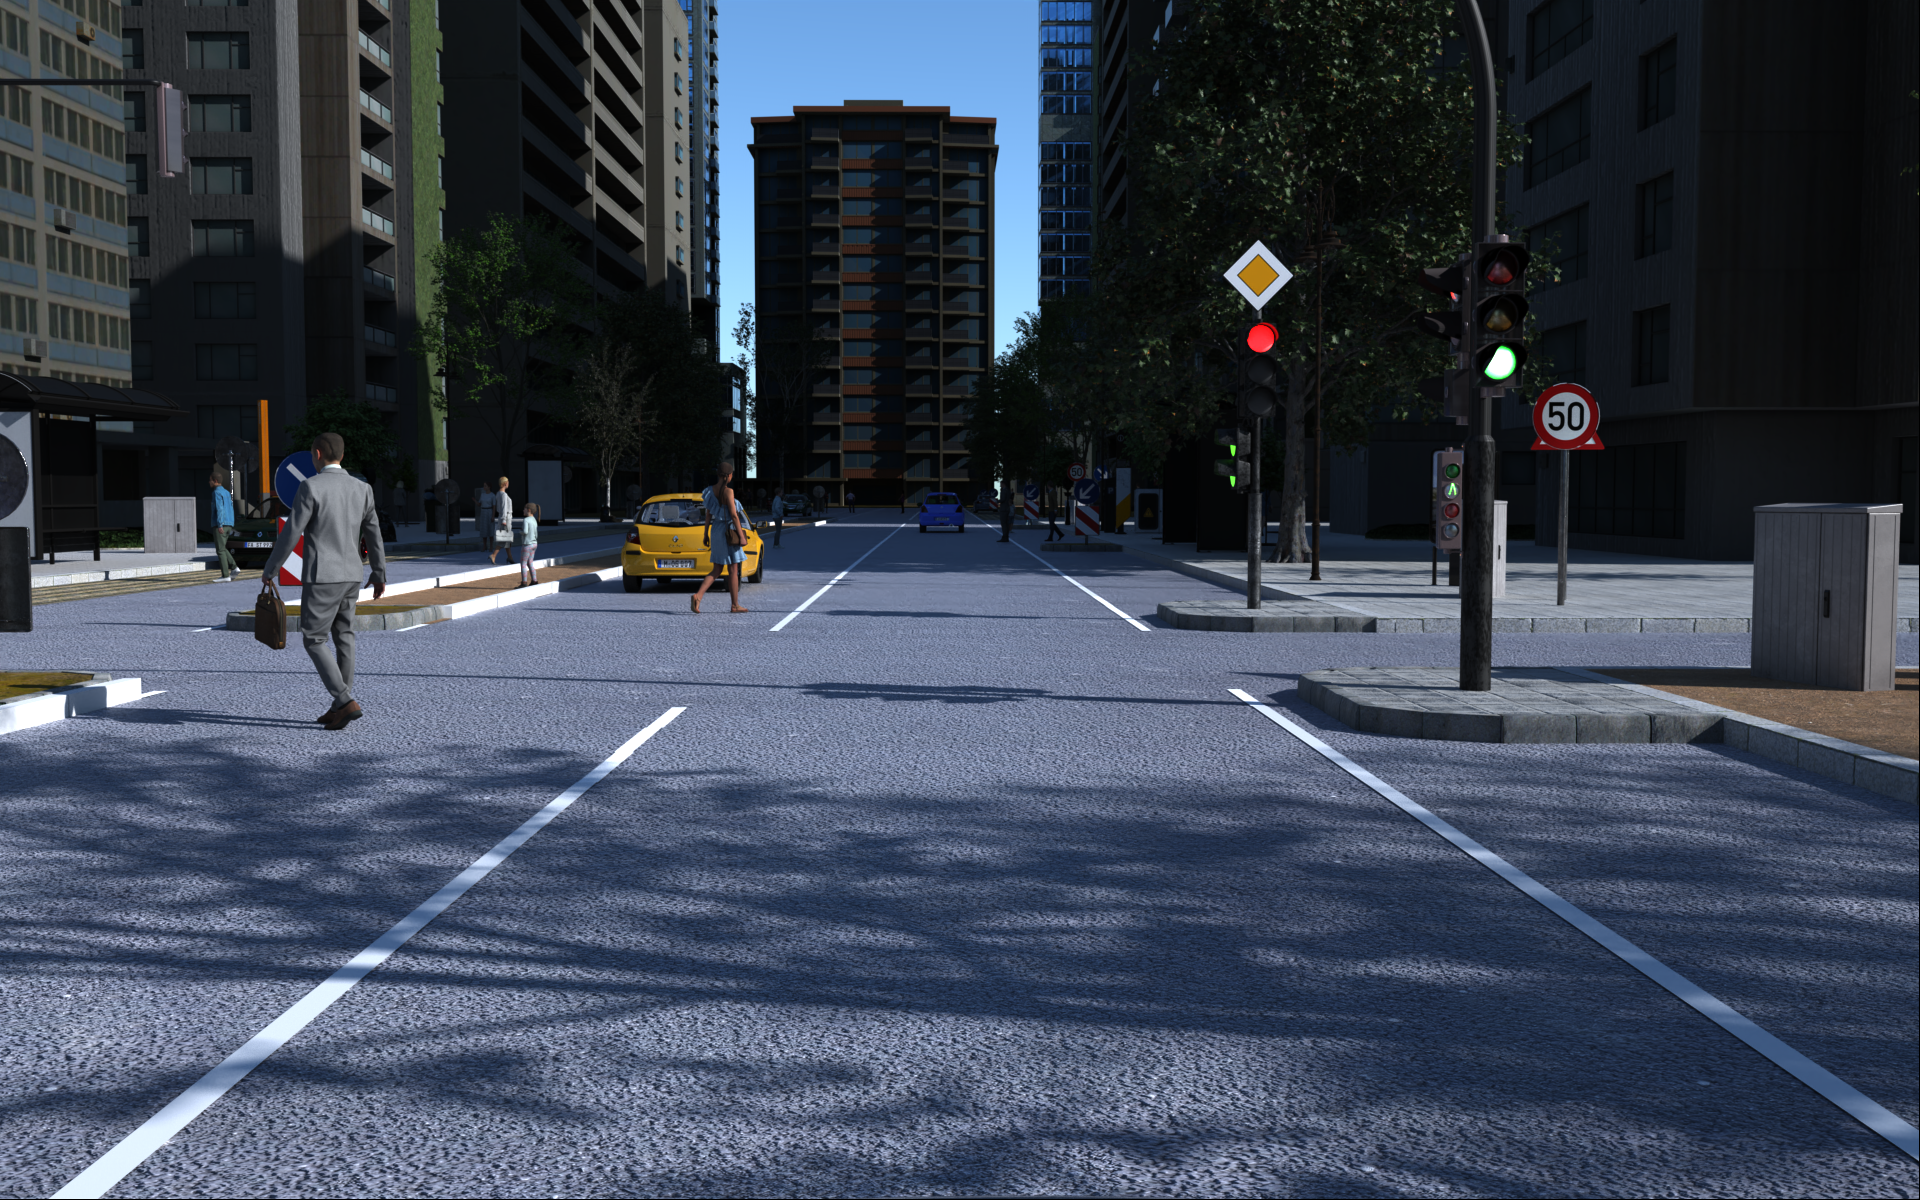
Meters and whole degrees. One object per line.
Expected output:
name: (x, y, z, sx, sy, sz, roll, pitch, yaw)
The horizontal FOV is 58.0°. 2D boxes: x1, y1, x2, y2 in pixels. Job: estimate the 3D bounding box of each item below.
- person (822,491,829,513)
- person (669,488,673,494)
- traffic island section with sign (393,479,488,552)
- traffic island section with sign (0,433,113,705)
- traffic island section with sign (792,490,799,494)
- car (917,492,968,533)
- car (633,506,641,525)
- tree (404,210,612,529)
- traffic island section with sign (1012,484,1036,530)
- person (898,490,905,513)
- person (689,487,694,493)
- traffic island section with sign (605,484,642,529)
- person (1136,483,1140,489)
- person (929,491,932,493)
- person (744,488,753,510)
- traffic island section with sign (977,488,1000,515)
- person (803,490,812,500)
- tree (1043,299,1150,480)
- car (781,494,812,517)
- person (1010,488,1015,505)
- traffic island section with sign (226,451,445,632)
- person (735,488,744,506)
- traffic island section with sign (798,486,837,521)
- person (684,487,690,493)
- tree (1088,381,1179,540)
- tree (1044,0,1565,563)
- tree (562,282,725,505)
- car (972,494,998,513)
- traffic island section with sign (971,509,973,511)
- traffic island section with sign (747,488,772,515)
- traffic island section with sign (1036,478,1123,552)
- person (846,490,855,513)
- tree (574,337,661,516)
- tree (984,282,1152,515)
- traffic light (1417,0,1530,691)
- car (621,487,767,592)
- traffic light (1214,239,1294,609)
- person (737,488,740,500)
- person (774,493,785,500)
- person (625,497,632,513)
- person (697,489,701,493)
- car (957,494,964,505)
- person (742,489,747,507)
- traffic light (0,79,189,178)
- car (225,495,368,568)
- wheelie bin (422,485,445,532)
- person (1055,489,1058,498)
person: (-10.032, -7.282, 129.022, 0.415, 1.643, 0.593, 3, 5, 40)
person: (-23.357, -8.129, 139.467, 0.721, 1.766, 1.217, -2, 4, -29)
traffic island section with sign: (-13.072, -2.152, 43.810, 1.989, 1.847, 2.006, 0, 4, -1)
traffic island section with sign: (-6.833, -0.207, 11.520, 2.006, 1.907, 1.989, 0, 4, -1)
traffic island section with sign: (-14.191, -8.630, 149.721, 1.989, 1.847, 2.006, 0, 4, -1)
car: (-0.673, -3.414, 65.413, 1.945, 1.707, 3.694, 0, 4, 0)
car: (-10.373, -3.014, 61.643, 2.083, 1.381, 4.827, 0, 4, 0)
tree: (-16.626, -8.417, 63.366, 9.928, 11.665, 9.643, 0, 3, 0)
traffic island section with sign: (2.772, -3.810, 70.926, 1.989, 1.847, 2.006, 0, 4, -1)
person: (-4.336, -7.308, 128.671, 0.721, 1.739, 1.217, 1, 4, 18)
person: (-19.966, -7.467, 128.074, 1.348, 1.831, 0.705, 0, 4, 3)
traffic island section with sign: (-13.349, -3.802, 70.794, 1.989, 1.847, 2.006, 0, 4, -1)
person: (8.445, -4.621, 81.622, 0.581, 1.822, 0.654, -3, 5, -39)
person: (-2.829, -9.329, 161.752, 0.721, 1.736, 1.217, -1, 4, -9)
person: (-17.210, -8.218, 140.943, 0.617, 1.759, 0.750, 1, 4, 11)
traffic island section with sign: (2.224, -6.902, 121.477, 1.989, 1.847, 2.006, 0, 4, -1)
person: (-14.846, -9.618, 165.832, 1.350, 1.814, 0.705, 1, 4, 20)
tree: (5.466, -6.971, 64.344, 4.360, 8.622, 3.978, 0, 3, 0)
car: (-10.602, -6.087, 111.313, 2.131, 1.459, 4.920, 0, 4, 1)
person: (3.925, -7.872, 135.554, 0.742, 1.727, 0.445, 1, 4, 14)
traffic island section with sign: (-6.903, -0.660, 18.927, 2.006, 1.907, 1.989, 0, 4, -1)
person: (-16.506, -7.518, 129.476, 0.721, 1.766, 1.217, -3, 5, -40)
traffic island section with sign: (-7.714, -5.255, 94.061, 2.006, 1.907, 1.989, 0, 4, -1)
person: (-19.980, -7.359, 126.358, 1.348, 1.824, 0.705, 3, 4, 37)
tree: (6.238, -3.995, 49.029, 4.285, 4.588, 4.351, 0, 3, 0)
tree: (6.374, -7.046, 32.206, 9.611, 12.733, 9.660, 0, 3, 0)
tree: (-17.203, -10.831, 94.099, 9.611, 12.733, 9.660, 0, 3, 0)
car: (1.922, -7.232, 130.239, 2.014, 1.417, 4.499, 0, 4, -2)
traffic island section with sign: (1.932, -8.572, 148.786, 1.989, 1.847, 2.006, 0, 4, -1)
traffic island section with sign: (-13.897, -6.908, 121.571, 1.989, 1.847, 2.006, 0, 4, -1)
traffic island section with sign: (3.052, -2.162, 43.972, 1.989, 1.847, 2.006, 0, 4, -1)
person: (-8.286, -7.464, 131.481, 0.756, 1.711, 0.436, 1, 4, 17)
tree: (-16.512, -8.058, 82.116, 4.360, 8.622, 3.978, 0, 3, 0)
tree: (5.876, -9.665, 83.782, 9.928, 11.665, 9.643, 0, 3, 0)
traffic light: (1.264, -2.229, 11.112, 4.771, 5.953, 1.251, 0, 4, -1)
car: (-4.049, -1.008, 26.702, 2.015, 1.641, 3.980, 0, 4, 0)
traffic light: (3.269, -1.856, 19.260, 0.839, 4.253, 0.868, 0, 4, -1)
person: (-20.693, -9.514, 161.674, 0.705, 1.814, 1.350, -1, 4, -23)
person: (-17.113, -9.746, 165.371, 1.348, 1.826, 0.705, 2, 4, 25)
person: (-21.894, -6.599, 114.851, 0.530, 1.710, 0.541, -3, 4, -36)
person: (-22.907, -8.953, 153.144, 0.721, 1.743, 1.217, 0, 4, -3)
car: (-0.674, -7.512, 132.609, 2.009, 1.686, 4.222, 0, 4, 0)
person: (-21.124, -9.892, 168.324, 0.990, 1.755, 0.434, 1, 4, 9)
traffic light: (-11.000, -2.719, 19.128, 4.771, 5.953, 1.251, 0, 4, -1)
car: (-13.176, -1.512, 34.512, 2.009, 1.686, 4.222, 0, 4, -1)
wheelie bin: (-17.691, -3.082, 58.294, 0.693, 1.594, 0.980, 0, 4, -6)
person: (9.019, -9.805, 166.222, 0.599, 1.838, 0.709, -2, 4, -29)
